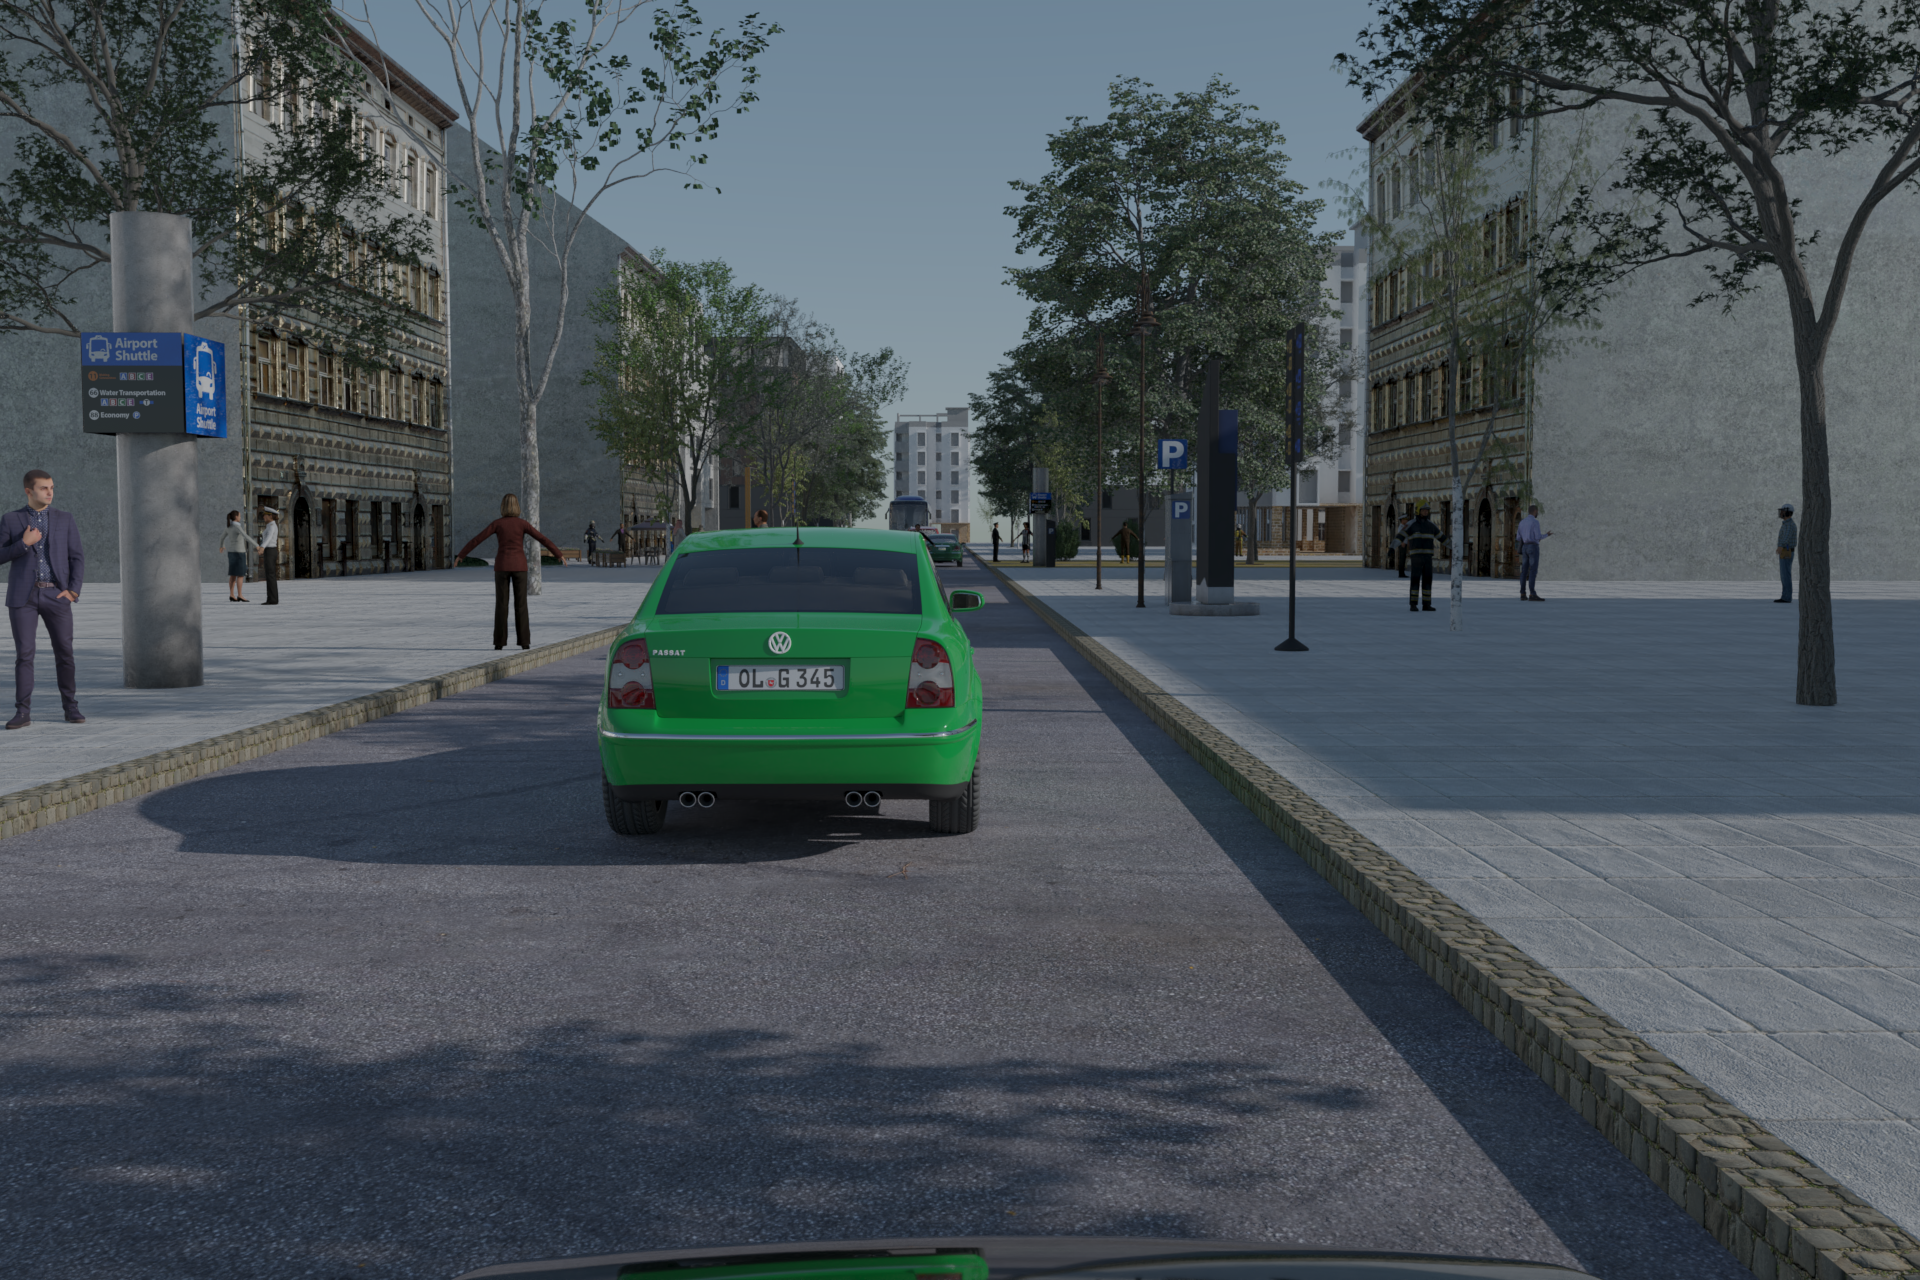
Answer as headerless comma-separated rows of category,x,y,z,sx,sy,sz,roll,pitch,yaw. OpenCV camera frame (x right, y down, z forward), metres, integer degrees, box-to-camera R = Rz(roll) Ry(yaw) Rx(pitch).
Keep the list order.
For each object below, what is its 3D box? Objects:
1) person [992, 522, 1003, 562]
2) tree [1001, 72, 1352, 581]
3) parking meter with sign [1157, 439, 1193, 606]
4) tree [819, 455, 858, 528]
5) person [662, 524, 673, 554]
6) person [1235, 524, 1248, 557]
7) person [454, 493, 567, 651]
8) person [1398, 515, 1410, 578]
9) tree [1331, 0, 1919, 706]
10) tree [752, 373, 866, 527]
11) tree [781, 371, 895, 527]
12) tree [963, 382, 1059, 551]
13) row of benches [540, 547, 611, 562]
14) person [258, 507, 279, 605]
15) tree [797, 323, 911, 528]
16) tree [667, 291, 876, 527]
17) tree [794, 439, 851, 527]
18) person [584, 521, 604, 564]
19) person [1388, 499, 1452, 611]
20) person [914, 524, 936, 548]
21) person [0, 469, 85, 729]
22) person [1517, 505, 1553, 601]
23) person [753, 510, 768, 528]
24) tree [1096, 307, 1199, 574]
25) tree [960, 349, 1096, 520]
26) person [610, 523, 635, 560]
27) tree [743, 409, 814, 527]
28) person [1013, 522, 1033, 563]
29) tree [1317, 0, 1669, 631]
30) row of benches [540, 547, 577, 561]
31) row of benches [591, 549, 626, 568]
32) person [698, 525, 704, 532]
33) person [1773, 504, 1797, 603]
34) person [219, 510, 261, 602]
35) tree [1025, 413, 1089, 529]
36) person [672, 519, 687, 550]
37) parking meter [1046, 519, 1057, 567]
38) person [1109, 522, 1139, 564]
person,1.669,-4.478,79.146,0.705,1.837,1.347,-1,4,-16
tree,5.814,-8.590,47.097,9.857,13.997,8.962,0,3,0
parking meter with sign,3.899,-2.129,31.065,0.543,3.016,1.738,0,3,0
tree,-9.640,-11.838,143.905,4.360,8.622,3.978,0,3,0
person,-15.368,-5.247,91.763,0.705,1.833,1.349,-3,5,-39
person,15.895,-5.679,98.619,1.354,1.858,0.705,2,4,34
person,-4.973,-0.757,19.182,1.215,1.729,0.721,-1,4,-14
person,13.025,-2.754,50.814,0.704,1.855,1.343,1,4,22
tree,6.668,-4.806,12.993,8.767,10.594,7.601,2,4,35
tree,-9.704,-11.186,108.645,9.928,11.665,9.643,0,3,0
tree,-9.651,-13.902,133.960,9.857,13.997,8.962,0,3,0
tree,5.401,-13.730,134.860,12.009,13.543,11.850,0,3,0
row of benches,-18.162,-3.947,80.001,4.104,0.672,1.422,-1,4,-23
person,-12.573,-1.524,31.380,0.721,1.778,1.216,-1,4,-15
tree,-11.567,-18.458,157.683,12.611,20.169,13.585,0,3,0
tree,-9.396,-10.797,86.907,12.009,13.543,11.850,0,3,0
tree,-9.978,-10.339,119.408,4.360,8.622,3.978,0,3,0
person,-15.669,-4.165,73.875,0.705,1.856,1.354,2,4,25
person,7.674,-1.405,28.741,1.351,1.858,0.704,-1,4,-15
person,-1.546,-3.366,63.684,1.347,1.806,0.705,0,4,-8
person,-6.161,-0.284,11.598,0.541,1.710,0.530,-1,4,-22
person,11.050,-1.670,33.221,0.599,1.838,0.709,-1,4,-21
person,-3.027,-1.071,26.243,0.705,1.796,1.348,1,4,14
tree,5.852,-6.466,56.087,4.360,8.622,3.978,0,3,0
tree,5.127,-12.731,114.813,9.857,13.997,8.962,0,3,0
person,-16.388,-4.756,83.983,1.346,1.802,0.704,-3,4,-38
tree,-10.022,-8.977,97.135,4.737,8.622,4.395,0,3,0
person,2.896,-4.316,76.705,1.345,1.843,0.704,3,5,43
tree,6.395,-4.432,22.832,4.360,8.622,3.978,0,3,0
row of benches,-19.461,-4.138,83.127,1.422,0.672,4.104,1,4,10
row of benches,-13.744,-3.197,67.731,1.422,0.672,4.104,-1,4,-22
person,-14.460,-5.534,96.604,0.705,1.813,1.348,2,4,29
person,15.417,-1.624,32.386,0.704,1.849,1.345,2,4,28
person,-13.600,-1.583,32.715,1.217,1.735,0.721,2,4,32
tree,5.497,-9.187,100.572,4.360,8.622,3.978,0,3,0
person,-9.952,-3.391,61.594,0.704,1.811,1.347,-3,4,-37
parking meter,3.521,-3.740,66.867,0.399,1.863,0.255,0,4,-1
person,7.189,-4.242,75.500,1.346,1.812,0.704,0,4,-2
